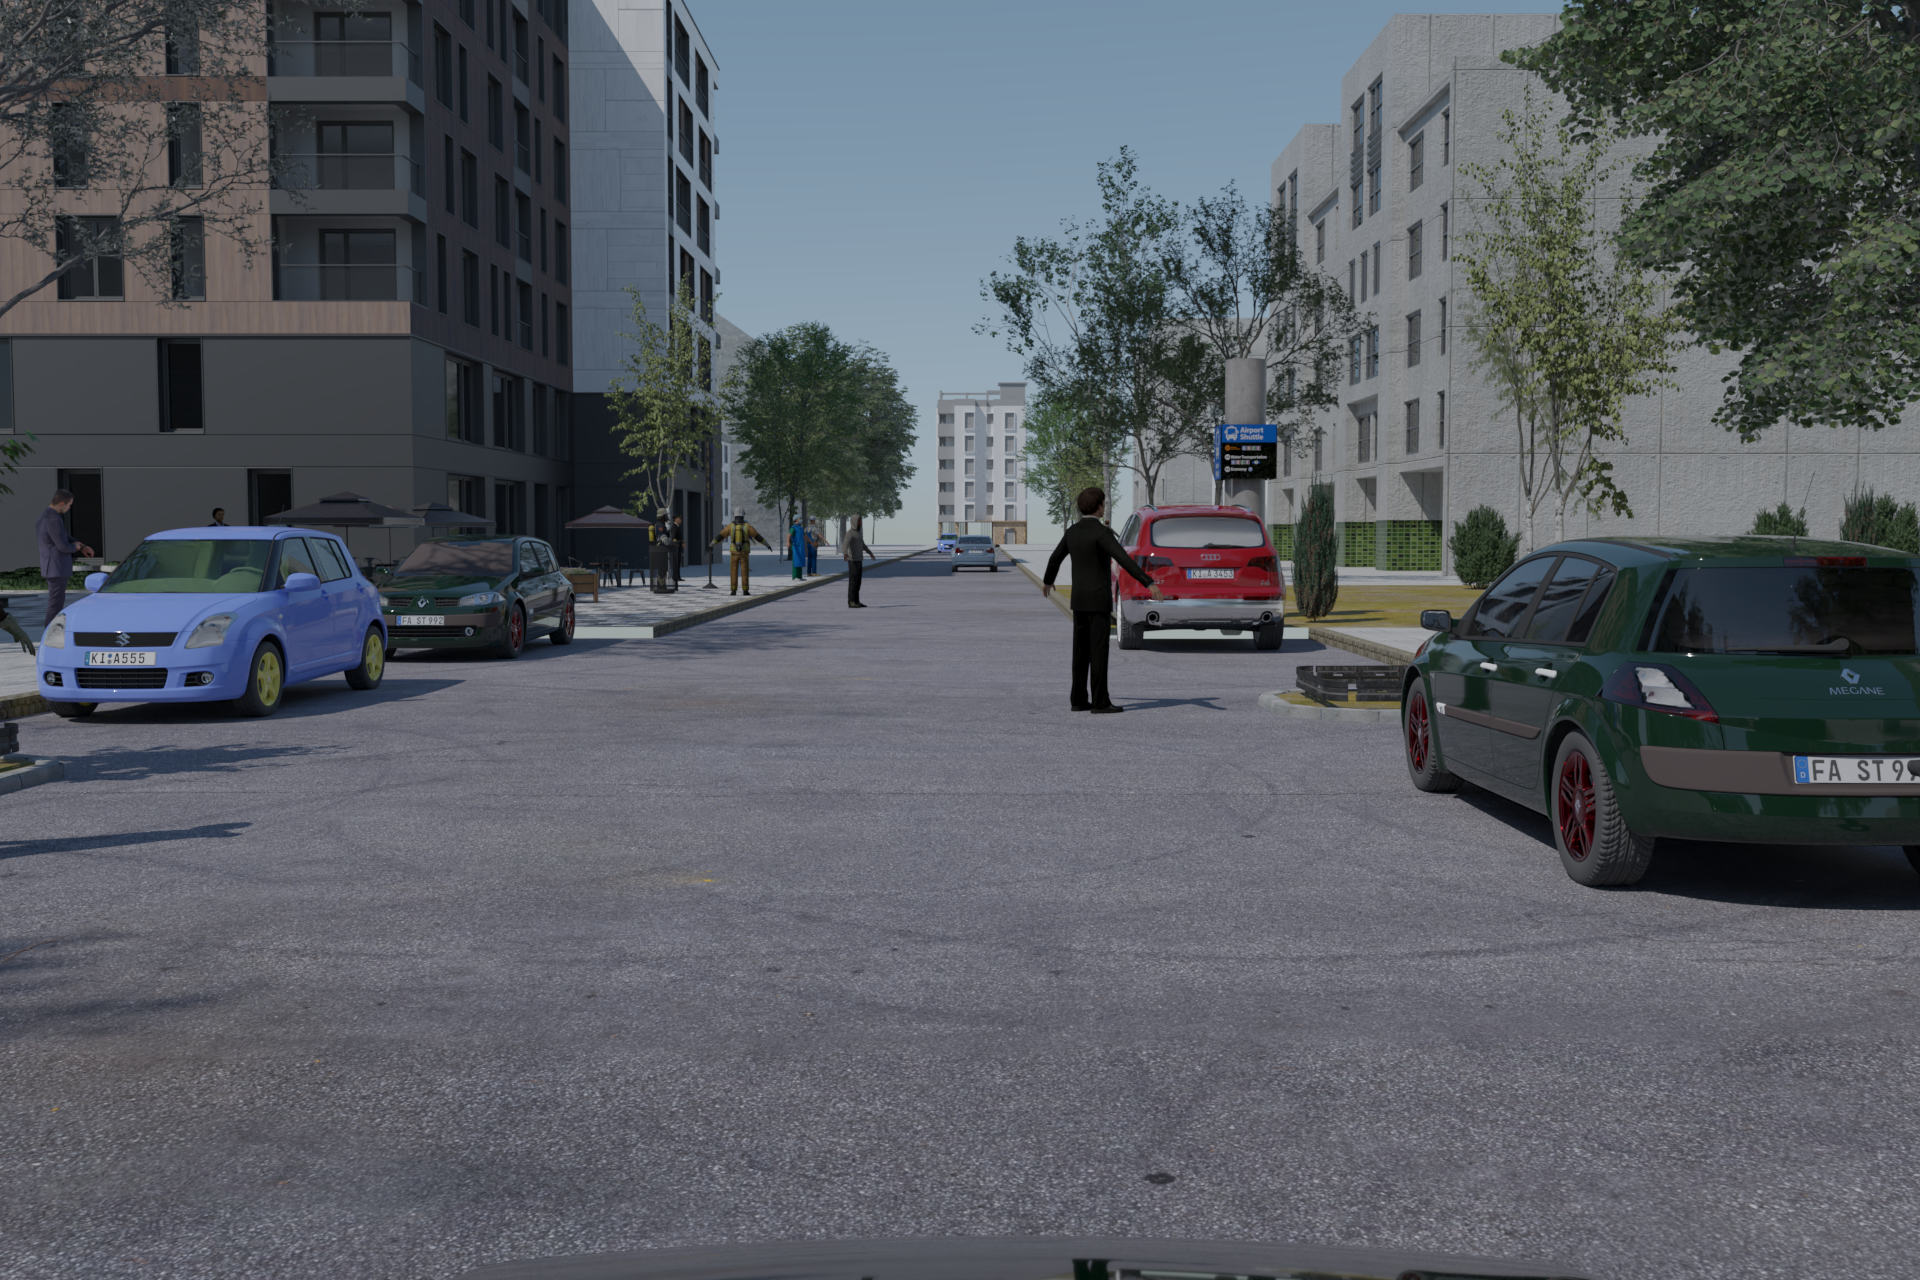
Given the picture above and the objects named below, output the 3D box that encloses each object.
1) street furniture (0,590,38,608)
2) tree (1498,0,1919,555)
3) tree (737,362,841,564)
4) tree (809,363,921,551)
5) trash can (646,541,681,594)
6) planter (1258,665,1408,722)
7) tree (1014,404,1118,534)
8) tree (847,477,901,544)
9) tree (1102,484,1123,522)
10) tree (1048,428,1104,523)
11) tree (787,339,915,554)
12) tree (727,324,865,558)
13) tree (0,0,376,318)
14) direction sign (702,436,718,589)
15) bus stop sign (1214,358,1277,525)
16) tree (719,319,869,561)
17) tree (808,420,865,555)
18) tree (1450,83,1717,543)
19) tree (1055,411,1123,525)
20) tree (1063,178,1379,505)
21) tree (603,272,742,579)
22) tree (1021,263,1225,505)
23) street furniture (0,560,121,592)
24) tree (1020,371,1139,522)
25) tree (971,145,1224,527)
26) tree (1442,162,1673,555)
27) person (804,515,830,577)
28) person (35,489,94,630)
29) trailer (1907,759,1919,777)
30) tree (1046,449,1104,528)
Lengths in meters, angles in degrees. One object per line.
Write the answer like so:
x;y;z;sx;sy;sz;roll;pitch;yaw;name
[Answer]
-19.390;-1.310;28.280;9.812;1.723;11.010;1;4;22;street furniture
9.660;-6.727;16.637;9.857;13.997;8.962;0;3;0;tree
-7.522;-7.626;75.051;4.737;8.622;4.395;0;3;0;tree
-7.619;-13.598;128.986;9.857;13.997;8.962;0;3;0;tree
-6.365;-1.564;37.221;0.748;1.137;0.748;0;3;0;trash can
3.497;0.427;14.165;1.991;0.319;1.994;0;4;0;planter
7.737;-12.188;125.028;9.928;11.665;9.643;0;3;0;tree
-10.544;-17.223;216.005;7.601;10.594;8.767;0;4;-8;tree
18.029;-16.134;214.159;4.737;8.622;4.395;0;3;0;tree
8.114;-10.215;117.371;4.737;8.622;4.395;0;3;0;tree
-7.821;-12.700;114.301;9.857;13.997;8.962;0;3;0;tree
-8.847;-10.750;93.884;7.486;12.596;7.792;0;3;0;tree
-11.433;-6.595;18.199;12.009;13.543;11.850;0;3;0;tree
-5.858;-2.968;40.529;0.379;3.537;0.876;0;4;2;direction sign
4.322;-2.279;26.278;0.837;3.901;0.837;0;4;2;bus stop sign
-7.988;-9.630;83.213;9.928;11.665;9.643;0;3;0;tree
-7.425;-9.473;105.242;4.360;8.622;3.978;0;3;0;tree
10.204;-4.787;28.628;4.737;8.622;4.395;0;3;0;tree
7.801;-9.201;100.800;4.737;8.622;4.395;0;3;0;tree
6.797;-6.851;46.419;8.767;10.594;7.601;1;4;11;tree
-8.338;-6.057;49.392;4.737;8.622;4.395;0;3;0;tree
6.592;-7.648;59.453;8.767;10.594;7.601;-2;4;-31;tree
-24.039;-1.492;40.026;10.072;0.657;5.734;0;4;-8;street furniture
7.534;-11.206;108.975;9.928;11.665;9.643;0;3;0;tree
6.941;-14.146;87.169;12.611;20.169;13.585;0;3;0;tree
11.397;-5.172;34.921;4.360;8.622;3.978;0;3;0;tree
-4.441;-2.842;52.320;1.347;1.847;0.705;3;5;45;person
-9.717;-0.755;18.834;0.568;1.767;0.683;-3;5;-42;person
3.084;0.212;3.579;1.471;1.999;3.904;0;3;0;trailer
14.741;-18.491;220.447;7.486;12.596;7.792;0;3;0;tree
